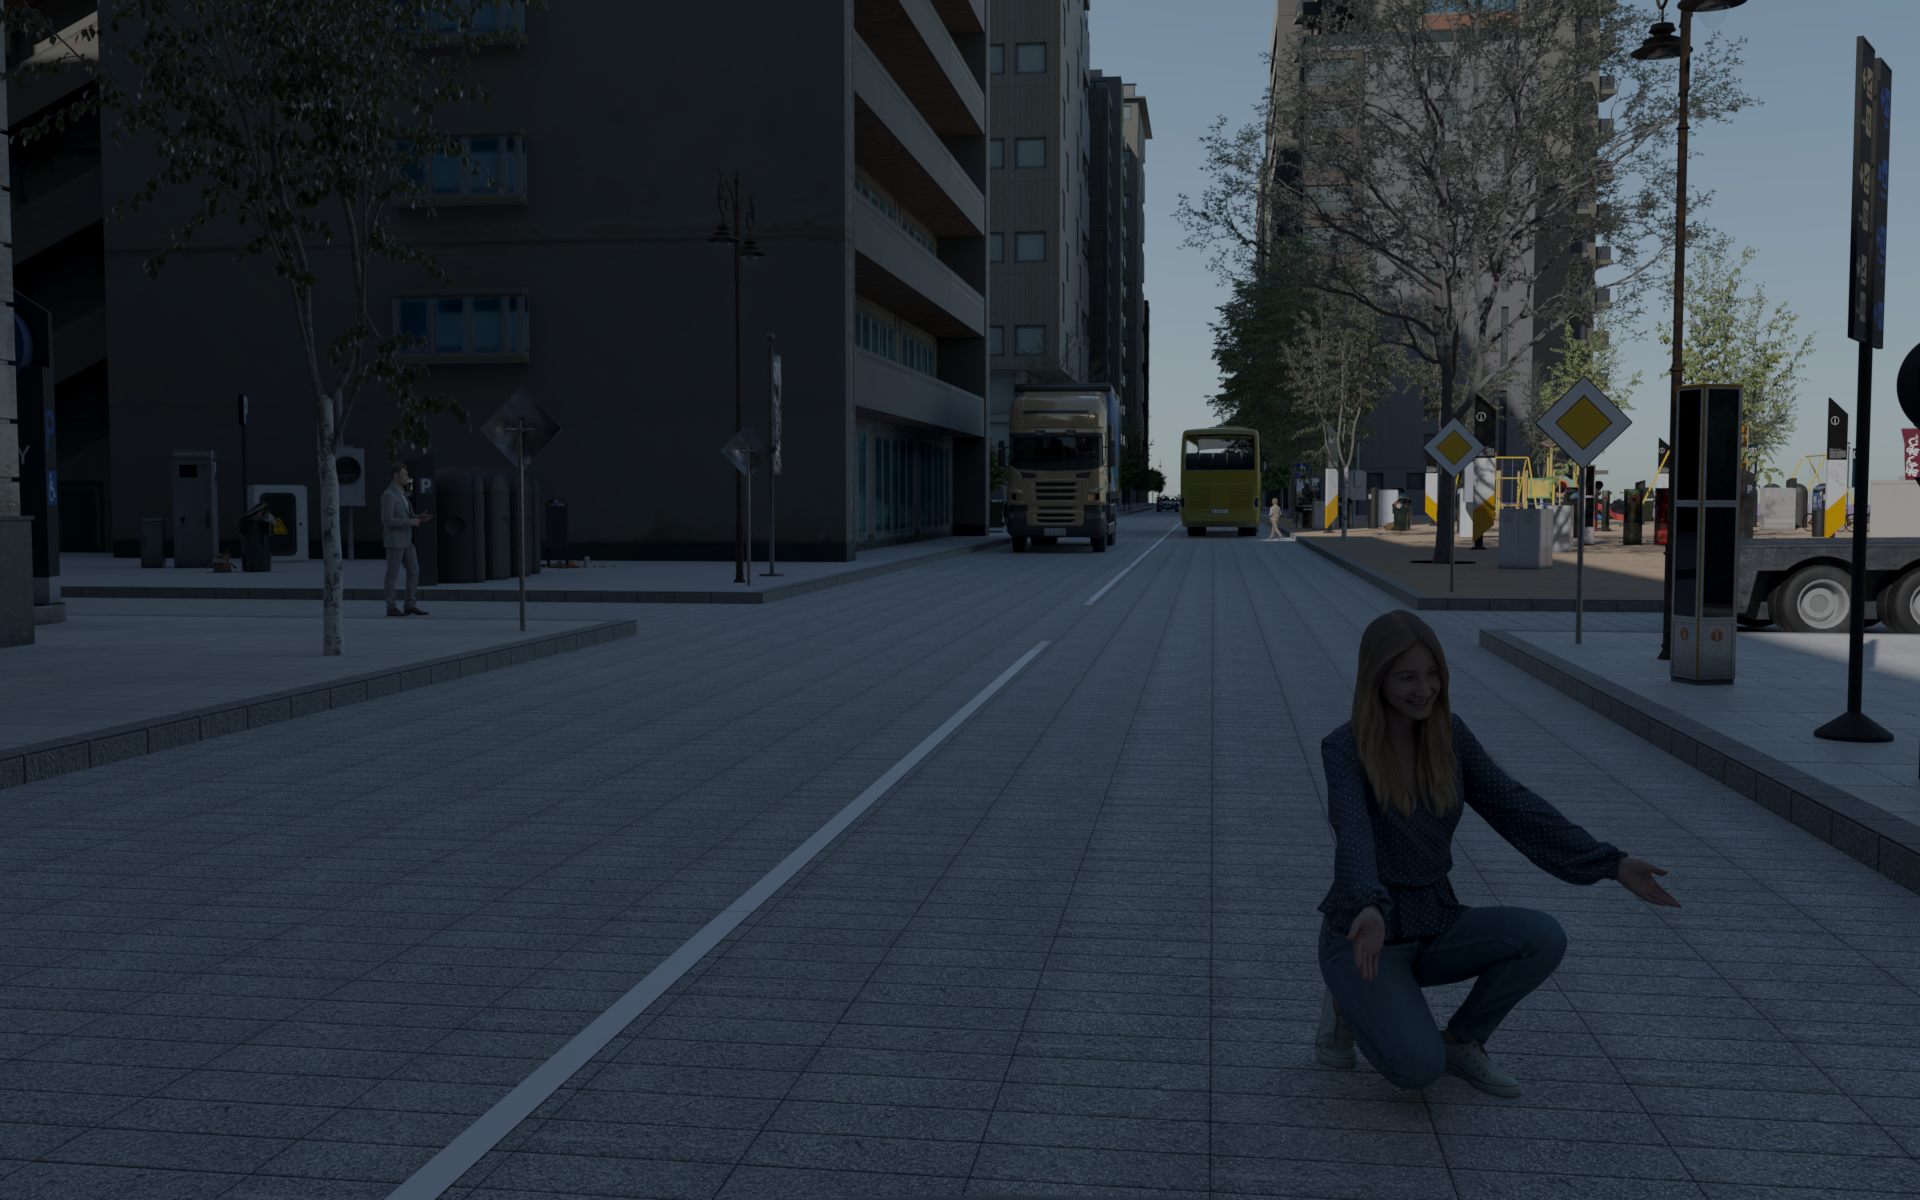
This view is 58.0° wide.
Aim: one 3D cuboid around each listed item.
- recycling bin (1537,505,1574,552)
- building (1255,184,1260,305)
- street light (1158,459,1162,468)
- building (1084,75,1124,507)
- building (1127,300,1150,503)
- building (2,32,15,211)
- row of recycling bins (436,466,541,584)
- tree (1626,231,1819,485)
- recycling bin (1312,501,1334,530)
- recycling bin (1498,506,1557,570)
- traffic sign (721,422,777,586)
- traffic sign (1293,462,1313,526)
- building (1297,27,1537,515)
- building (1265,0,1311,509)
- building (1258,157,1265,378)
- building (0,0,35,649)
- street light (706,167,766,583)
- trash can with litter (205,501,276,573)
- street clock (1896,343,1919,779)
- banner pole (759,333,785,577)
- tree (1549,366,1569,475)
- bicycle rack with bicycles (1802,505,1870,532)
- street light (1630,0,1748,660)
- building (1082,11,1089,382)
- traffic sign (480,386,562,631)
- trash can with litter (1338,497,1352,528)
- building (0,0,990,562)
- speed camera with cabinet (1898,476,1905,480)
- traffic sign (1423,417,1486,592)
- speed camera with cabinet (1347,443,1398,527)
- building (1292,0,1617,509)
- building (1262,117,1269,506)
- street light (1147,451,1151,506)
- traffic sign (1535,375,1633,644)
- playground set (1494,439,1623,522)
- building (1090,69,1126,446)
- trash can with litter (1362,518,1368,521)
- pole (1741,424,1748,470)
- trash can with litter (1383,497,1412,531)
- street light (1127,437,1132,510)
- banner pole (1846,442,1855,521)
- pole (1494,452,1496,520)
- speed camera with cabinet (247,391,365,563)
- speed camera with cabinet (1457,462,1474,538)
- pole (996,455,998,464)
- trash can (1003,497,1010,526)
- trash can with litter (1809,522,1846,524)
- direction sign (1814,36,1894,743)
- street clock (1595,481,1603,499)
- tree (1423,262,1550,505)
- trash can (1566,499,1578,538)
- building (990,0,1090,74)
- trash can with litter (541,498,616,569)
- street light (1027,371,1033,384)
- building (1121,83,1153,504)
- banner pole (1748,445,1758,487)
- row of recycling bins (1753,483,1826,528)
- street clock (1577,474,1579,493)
[{"bbox_3d":[13.218,-1.586,38.484,0.722,1.027,0.722,2,4,24],"label":"recycling bin"},{"bbox_3d":[52.155,-37.803,241.775,21.300,48.544,21.600,1,4,8],"label":"building"},{"bbox_3d":[25.900,-15.377,224.207,0.468,5.910,1.993,1,4,8],"label":"street light"},{"bbox_3d":[8.148,-29.482,165.627,14.154,41.232,14.086,1,4,8],"label":"building"},{"bbox_3d":[19.906,-29.190,248.963,14.160,30.474,14.107,1,4,8],"label":"building"},{"bbox_3d":[-39.057,-12.123,43.258,28.899,21.520,27.650,1,4,8],"label":"building"},{"bbox_3d":[-7.207,-1.183,26.462,1.069,1.692,3.534,0,4,3],"label":"row of recycling bins"},{"bbox_3d":[21.338,-5.992,48.329,4.737,8.622,4.395,0,3,0],"label":"tree"},{"bbox_3d":[13.077,-3.051,62.430,0.722,1.027,0.722,0,4,7],"label":"recycling bin"},{"bbox_3d":[9.751,-1.058,29.846,0.722,1.027,0.722,3,4,38],"label":"recycling bin"},{"bbox_3d":[-2.939,-1.249,24.069,0.795,2.450,0.064,1,4,8],"label":"traffic sign"},{"bbox_3d":[13.575,-4.189,68.592,0.768,2.556,0.104,1,4,15],"label":"traffic sign"},{"bbox_3d":[28.834,-20.818,112.077,14.160,30.474,14.107,1,4,8],"label":"building"},{"bbox_3d":[39.091,-32.632,157.232,21.300,48.544,21.600,1,4,8],"label":"building"},{"bbox_3d":[45.780,-35.089,223.819,14.600,45.320,14.200,1,4,8],"label":"building"},{"bbox_3d":[-20.708,-13.020,10.146,25.104,27.353,12.463,1,4,8],"label":"building"},{"bbox_3d":[-3.192,-3.189,24.922,0.468,5.910,1.993,1,4,8],"label":"street light"},{"bbox_3d":[-11.796,-1.040,28.394,1.055,1.170,0.624,-2,4,-29],"label":"trash can with litter"},{"bbox_3d":[4.401,-0.188,7.642,0.471,2.002,0.358,0,4,6],"label":"street clock"},{"bbox_3d":[-2.911,-2.277,27.251,0.401,3.779,0.863,1,4,9],"label":"banner pole"},{"bbox_3d":[31.359,-8.729,93.073,4.360,8.622,3.978,0,3,0],"label":"tree"},{"bbox_3d":[30.363,-2.752,58.378,2.852,0.926,2.925,-1,4,-13],"label":"bicycle rack with bicycles"},{"bbox_3d":[5.511,-2.476,13.268,0.468,5.910,1.993,1,4,8],"label":"street light"},{"bbox_3d":[0.512,-50.761,142.618,22.319,86.520,31.000,1,4,8],"label":"building"},{"bbox_3d":[-4.095,-0.766,16.168,0.795,2.450,0.064,1,4,8],"label":"traffic sign"},{"bbox_3d":[14.643,-3.347,66.105,0.624,1.170,1.055,1,4,13],"label":"trash can with litter"},{"bbox_3d":[-11.156,-25.645,42.996,21.300,48.544,21.600,1,4,8],"label":"building"},{"bbox_3d":[47.745,-5.666,86.973,2.038,3.252,0.660,-3,5,-43],"label":"speed camera with cabinet"},{"bbox_3d":[6.453,-1.164,22.679,0.795,2.450,0.064,1,4,8],"label":"traffic sign"},{"bbox_3d":[16.063,-4.483,67.635,2.038,3.252,0.660,-1,4,-14],"label":"speed camera with cabinet"},{"bbox_3d":[36.775,-29.211,132.231,22.147,44.769,28.867,1,4,8],"label":"building"},{"bbox_3d":[40.199,-30.915,189.053,14.154,41.232,14.086,1,4,8],"label":"building"},{"bbox_3d":[19.929,-12.862,183.075,0.468,5.910,1.993,1,4,8],"label":"street light"},{"bbox_3d":[5.296,-0.681,14.778,0.795,2.450,0.064,1,4,8],"label":"traffic sign"},{"bbox_3d":[28.167,-5.800,81.602,5.637,4.214,5.302,1,4,12],"label":"playground set"},{"bbox_3d":[7.525,-35.472,199.574,23.786,49.044,30.456,1,4,8],"label":"building"},{"bbox_3d":[20.082,-4.405,83.072,2.233,1.210,1.678,-2,4,-25],"label":"trash can with litter"},{"bbox_3d":[22.930,-3.476,50.671,0.158,3.312,0.155,0,3,0],"label":"pole"},{"bbox_3d":[15.169,-2.997,60.383,0.624,1.170,1.055,-2,4,-26],"label":"trash can with litter"},{"bbox_3d":[13.750,-10.279,140.847,0.468,5.910,1.993,1,4,8],"label":"street light"},{"bbox_3d":[42.771,-5.682,82.923,0.863,3.779,0.401,1,4,23],"label":"banner pole"},{"bbox_3d":[26.169,-5.571,84.931,0.158,3.312,0.155,0,3,0],"label":"pole"},{"bbox_3d":[-12.361,-2.348,32.727,2.038,3.252,0.660,-2,4,-32],"label":"speed camera with cabinet"},{"bbox_3d":[14.772,-3.409,50.077,0.660,3.252,2.038,1,4,11],"label":"speed camera with cabinet"},{"bbox_3d":[1.808,-5.469,83.263,0.158,3.312,0.155,0,3,0],"label":"pole"},{"bbox_3d":[2.048,-3.486,68.648,0.748,1.137,0.748,0,3,0],"label":"trash can"},{"bbox_3d":[36.700,-3.783,72.910,2.233,1.210,1.678,-1,4,-11],"label":"trash can with litter"},{"bbox_3d":[4.701,-1.040,9.006,0.379,3.537,0.876,3,4,36],"label":"direction sign"},{"bbox_3d":[34.340,-5.421,93.209,0.471,2.002,0.358,0,4,1],"label":"street clock"},{"bbox_3d":[15.466,-6.368,54.472,4.360,8.622,3.978,0,3,0],"label":"tree"},{"bbox_3d":[18.152,-2.394,50.800,0.748,1.137,0.748,0,3,0],"label":"trash can"},{"bbox_3d":[-5.592,-32.129,114.552,28.713,52.752,27.495,1,4,8],"label":"building"},{"bbox_3d":[-7.251,-1.187,30.464,2.233,1.210,1.678,3,4,38],"label":"trash can with litter"},{"bbox_3d":[2.625,-5.669,65.470,0.468,5.910,1.993,1,4,8],"label":"street light"},{"bbox_3d":[10.450,-39.108,228.653,28.713,52.752,27.495,1,4,8],"label":"building"},{"bbox_3d":[35.384,-5.363,77.698,0.401,3.779,0.863,-2,4,-33],"label":"banner pole"},{"bbox_3d":[31.633,-3.627,66.410,3.534,1.692,1.069,2,4,33],"label":"row of recycling bins"},{"bbox_3d":[22.133,-3.491,61.652,0.358,2.002,0.471,0,4,4],"label":"street clock"}]
